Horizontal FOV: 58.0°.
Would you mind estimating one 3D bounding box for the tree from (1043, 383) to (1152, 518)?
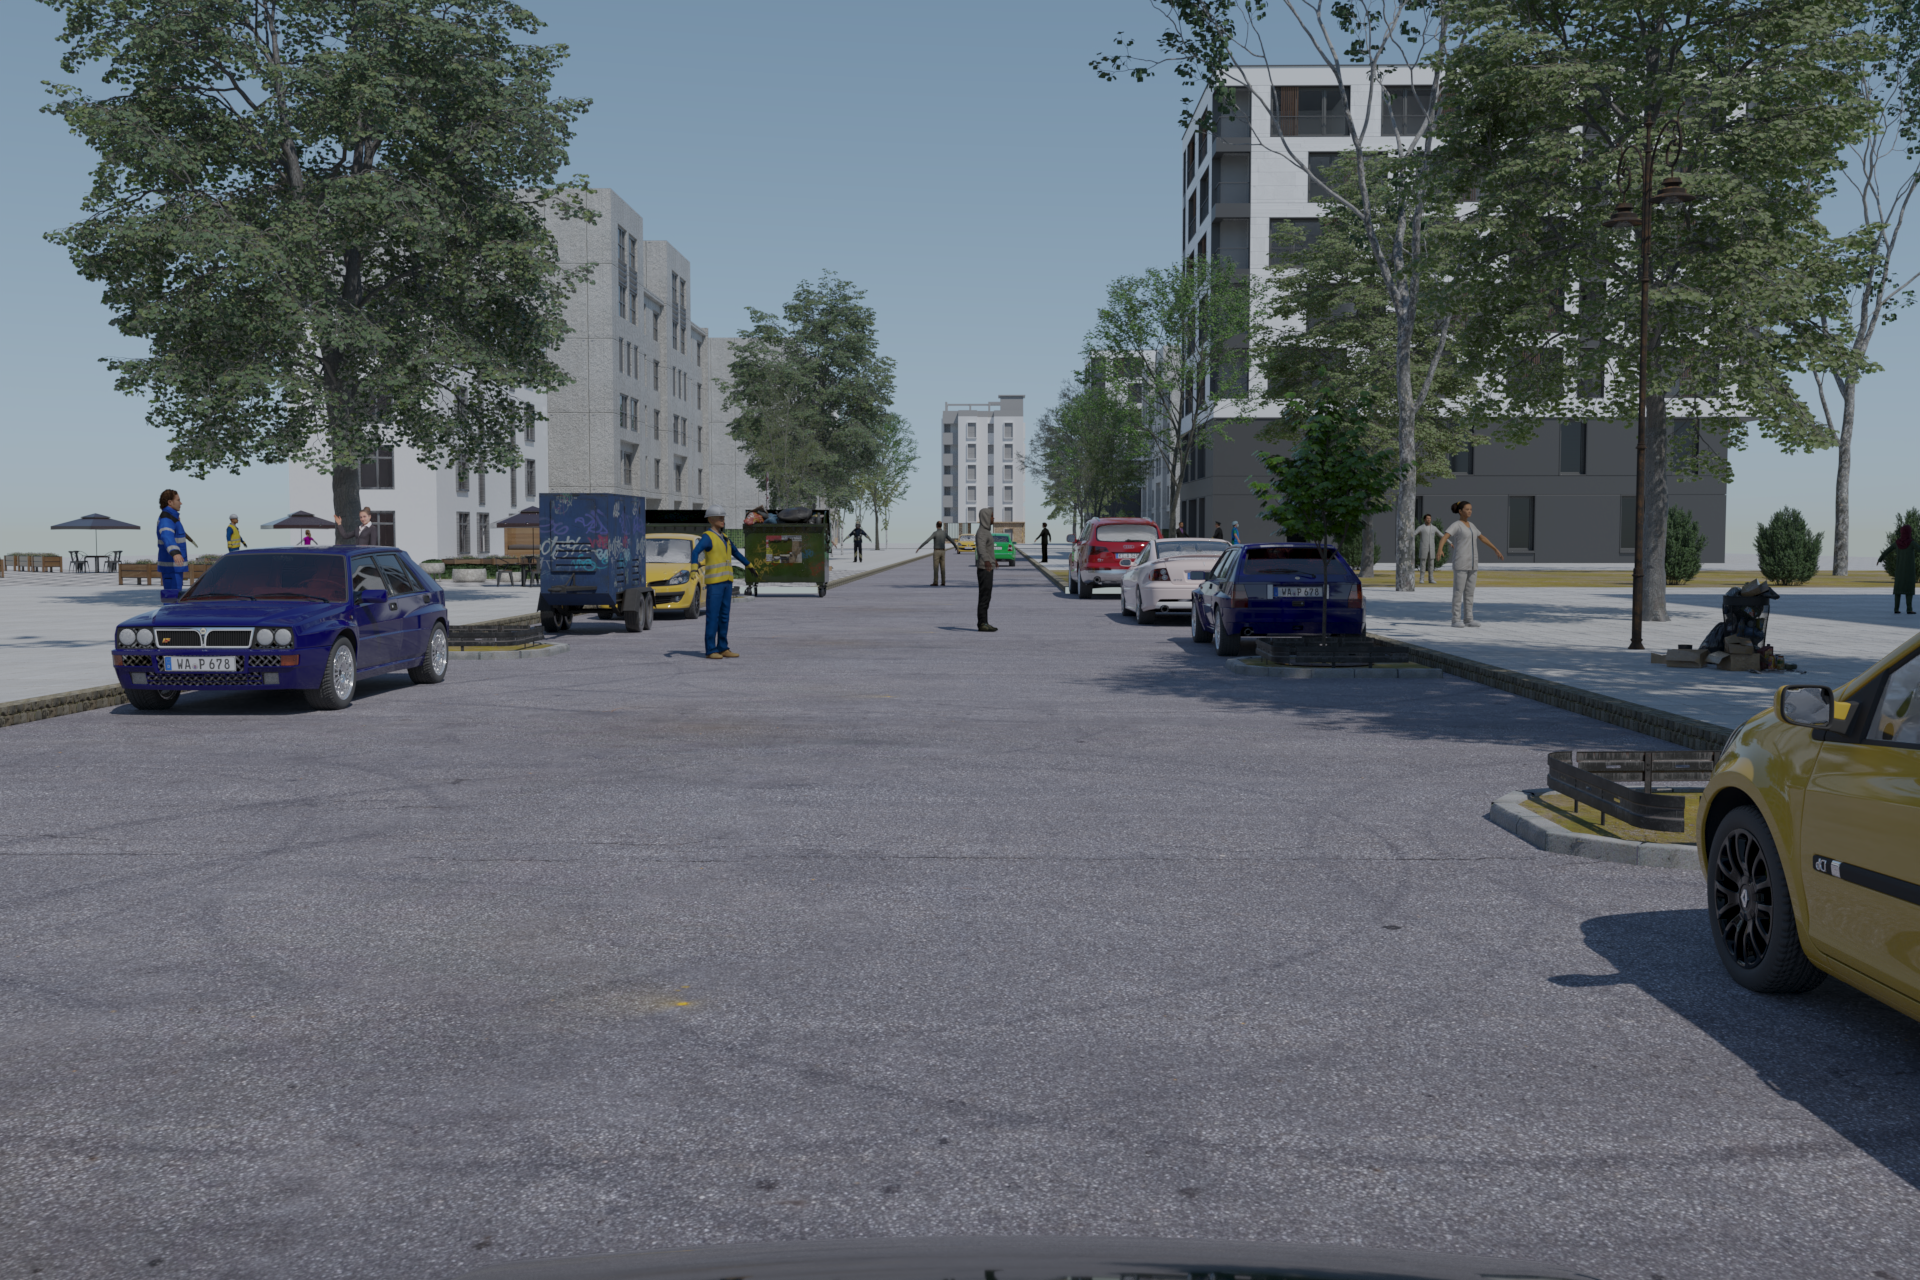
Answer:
[{"bbox_3d":[9.429,-11.779,118.337,9.928,11.665,9.643,0,3,0],"label":"tree"}]

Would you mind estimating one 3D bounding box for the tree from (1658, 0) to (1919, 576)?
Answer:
[{"bbox_3d":[27.743,-12.130,54.214,12.611,20.169,13.585,0,3,0],"label":"tree"}]

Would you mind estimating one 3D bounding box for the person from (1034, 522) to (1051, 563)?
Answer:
[{"bbox_3d":[3.754,-4.358,77.434,0.705,1.806,1.347,2,4,35],"label":"person"}]

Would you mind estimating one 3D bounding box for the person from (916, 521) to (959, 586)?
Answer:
[{"bbox_3d":[-0.588,-2.389,47.792,1.348,1.796,0.705,-2,4,-30],"label":"person"}]

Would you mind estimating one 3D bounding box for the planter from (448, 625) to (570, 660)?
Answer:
[{"bbox_3d":[-5.780,0.025,20.730,1.991,0.319,1.994,0,4,1],"label":"planter"}]

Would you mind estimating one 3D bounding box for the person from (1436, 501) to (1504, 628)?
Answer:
[{"bbox_3d":[6.988,-1.041,23.793,1.217,1.739,0.721,-2,4,-29],"label":"person"}]

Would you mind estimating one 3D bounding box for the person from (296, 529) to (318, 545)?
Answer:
[{"bbox_3d":[-21.515,-2.922,57.034,0.599,1.433,0.991,2,4,35],"label":"person"}]

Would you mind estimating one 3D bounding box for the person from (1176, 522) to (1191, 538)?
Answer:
[{"bbox_3d":[9.527,-4.185,74.655,1.346,1.802,0.704,-3,4,-36],"label":"person"}]

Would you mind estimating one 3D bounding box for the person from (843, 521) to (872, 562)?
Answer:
[{"bbox_3d":[-4.617,-4.429,78.189,1.354,1.856,0.705,1,4,14],"label":"person"}]

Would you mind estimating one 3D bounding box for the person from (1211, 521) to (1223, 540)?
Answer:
[{"bbox_3d":[11.069,-4.194,74.507,0.705,1.837,1.347,2,4,30],"label":"person"}]

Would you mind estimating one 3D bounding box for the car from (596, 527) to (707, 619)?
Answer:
[{"bbox_3d":[-5.232,-1.233,30.384,2.015,1.641,3.980,0,4,1],"label":"car"}]

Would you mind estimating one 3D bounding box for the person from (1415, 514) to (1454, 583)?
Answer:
[{"bbox_3d":[12.140,-2.372,44.965,1.347,1.806,0.705,0,4,-3],"label":"person"}]

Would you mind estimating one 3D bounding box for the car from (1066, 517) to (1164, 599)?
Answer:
[{"bbox_3d":[3.630,-1.911,39.910,2.281,1.827,5.304,0,4,0],"label":"car"}]

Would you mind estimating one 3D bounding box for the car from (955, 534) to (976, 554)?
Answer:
[{"bbox_3d":[0.637,-6.984,124.410,2.015,1.641,3.980,0,4,1],"label":"car"}]

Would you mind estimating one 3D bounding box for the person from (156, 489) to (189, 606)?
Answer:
[{"bbox_3d":[-9.570,-0.925,21.107,0.704,1.831,1.345,-1,4,-22],"label":"person"}]

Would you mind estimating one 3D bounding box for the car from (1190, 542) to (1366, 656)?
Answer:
[{"bbox_3d":[3.908,-0.556,21.676,1.945,1.354,3.894,0,4,1],"label":"car"}]

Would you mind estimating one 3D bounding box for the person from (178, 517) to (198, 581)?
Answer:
[{"bbox_3d":[-21.586,-2.548,47.795,1.346,1.812,0.704,2,4,26],"label":"person"}]

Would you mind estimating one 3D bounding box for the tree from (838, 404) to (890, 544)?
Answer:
[{"bbox_3d":[-15.591,-23.260,236.194,12.611,20.169,13.585,0,3,0],"label":"tree"}]

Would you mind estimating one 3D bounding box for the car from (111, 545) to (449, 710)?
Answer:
[{"bbox_3d":[-5.864,-0.169,15.340,1.945,1.354,3.894,0,4,1],"label":"car"}]

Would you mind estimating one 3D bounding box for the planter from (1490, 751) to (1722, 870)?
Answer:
[{"bbox_3d":[3.644,0.787,8.279,1.991,0.319,1.994,0,4,1],"label":"planter"}]

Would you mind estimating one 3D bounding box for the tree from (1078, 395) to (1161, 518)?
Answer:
[{"bbox_3d":[8.024,-8.525,89.740,4.737,8.622,4.395,0,3,0],"label":"tree"}]

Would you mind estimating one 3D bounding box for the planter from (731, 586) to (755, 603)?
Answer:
[{"bbox_3d":[-5.442,-0.970,36.996,1.991,0.319,1.994,0,4,2],"label":"planter"}]

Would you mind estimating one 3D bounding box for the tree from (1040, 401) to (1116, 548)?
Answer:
[{"bbox_3d":[10.118,-14.042,147.713,7.486,12.596,7.792,0,3,0],"label":"tree"}]

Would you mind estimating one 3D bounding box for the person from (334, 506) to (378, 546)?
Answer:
[{"bbox_3d":[-9.750,-1.290,27.934,0.742,1.727,0.445,0,4,-4],"label":"person"}]

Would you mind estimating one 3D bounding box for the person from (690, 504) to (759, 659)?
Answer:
[{"bbox_3d":[-2.727,-0.675,19.954,0.721,1.772,1.216,2,4,29],"label":"person"}]

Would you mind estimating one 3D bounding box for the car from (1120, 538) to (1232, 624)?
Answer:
[{"bbox_3d":[3.749,-1.009,28.856,2.083,1.381,4.827,0,4,0],"label":"car"}]

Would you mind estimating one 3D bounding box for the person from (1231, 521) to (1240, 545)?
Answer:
[{"bbox_3d":[11.320,-3.974,71.104,0.704,1.817,1.347,0,4,2],"label":"person"}]

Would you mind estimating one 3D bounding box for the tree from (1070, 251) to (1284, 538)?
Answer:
[{"bbox_3d":[7.961,-8.411,63.278,9.928,11.665,9.643,0,3,0],"label":"tree"}]

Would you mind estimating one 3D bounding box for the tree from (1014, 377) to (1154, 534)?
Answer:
[{"bbox_3d":[9.229,-13.518,131.381,12.009,13.543,11.850,0,3,0],"label":"tree"}]

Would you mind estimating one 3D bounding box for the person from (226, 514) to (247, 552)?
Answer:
[{"bbox_3d":[-19.812,-2.531,47.354,0.705,1.833,1.349,0,4,-5],"label":"person"}]

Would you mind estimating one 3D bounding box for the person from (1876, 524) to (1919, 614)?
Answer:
[{"bbox_3d":[15.233,-1.141,27.861,0.599,1.438,0.989,-3,4,-36],"label":"person"}]

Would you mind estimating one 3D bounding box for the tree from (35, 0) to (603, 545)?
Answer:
[{"bbox_3d":[-11.092,-7.592,30.786,9.857,13.997,8.962,0,3,0],"label":"tree"}]

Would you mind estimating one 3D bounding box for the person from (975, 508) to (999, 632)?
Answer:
[{"bbox_3d":[0.403,-1.033,25.476,0.705,1.813,1.348,0,4,6],"label":"person"}]

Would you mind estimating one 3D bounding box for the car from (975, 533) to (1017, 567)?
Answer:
[{"bbox_3d":[1.573,-4.198,77.439,1.959,1.807,4.718,0,4,1],"label":"car"}]

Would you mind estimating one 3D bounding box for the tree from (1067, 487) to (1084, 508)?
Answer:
[{"bbox_3d":[17.383,-18.803,233.185,9.928,11.665,9.643,0,3,0],"label":"tree"}]

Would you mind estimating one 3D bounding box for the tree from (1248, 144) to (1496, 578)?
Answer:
[{"bbox_3d":[12.225,-8.140,51.215,7.486,12.596,7.792,0,3,0],"label":"tree"}]

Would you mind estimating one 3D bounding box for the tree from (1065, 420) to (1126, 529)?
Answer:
[{"bbox_3d":[8.156,-9.691,108.813,4.360,8.622,3.978,0,3,0],"label":"tree"}]

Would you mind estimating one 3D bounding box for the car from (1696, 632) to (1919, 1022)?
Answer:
[{"bbox_3d":[3.263,0.366,4.242,2.015,1.641,3.980,0,4,2],"label":"car"}]

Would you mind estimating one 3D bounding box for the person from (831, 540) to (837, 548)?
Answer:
[{"bbox_3d":[-3.902,-2.451,45.929,1.347,1.847,0.705,-2,4,-32],"label":"person"}]
